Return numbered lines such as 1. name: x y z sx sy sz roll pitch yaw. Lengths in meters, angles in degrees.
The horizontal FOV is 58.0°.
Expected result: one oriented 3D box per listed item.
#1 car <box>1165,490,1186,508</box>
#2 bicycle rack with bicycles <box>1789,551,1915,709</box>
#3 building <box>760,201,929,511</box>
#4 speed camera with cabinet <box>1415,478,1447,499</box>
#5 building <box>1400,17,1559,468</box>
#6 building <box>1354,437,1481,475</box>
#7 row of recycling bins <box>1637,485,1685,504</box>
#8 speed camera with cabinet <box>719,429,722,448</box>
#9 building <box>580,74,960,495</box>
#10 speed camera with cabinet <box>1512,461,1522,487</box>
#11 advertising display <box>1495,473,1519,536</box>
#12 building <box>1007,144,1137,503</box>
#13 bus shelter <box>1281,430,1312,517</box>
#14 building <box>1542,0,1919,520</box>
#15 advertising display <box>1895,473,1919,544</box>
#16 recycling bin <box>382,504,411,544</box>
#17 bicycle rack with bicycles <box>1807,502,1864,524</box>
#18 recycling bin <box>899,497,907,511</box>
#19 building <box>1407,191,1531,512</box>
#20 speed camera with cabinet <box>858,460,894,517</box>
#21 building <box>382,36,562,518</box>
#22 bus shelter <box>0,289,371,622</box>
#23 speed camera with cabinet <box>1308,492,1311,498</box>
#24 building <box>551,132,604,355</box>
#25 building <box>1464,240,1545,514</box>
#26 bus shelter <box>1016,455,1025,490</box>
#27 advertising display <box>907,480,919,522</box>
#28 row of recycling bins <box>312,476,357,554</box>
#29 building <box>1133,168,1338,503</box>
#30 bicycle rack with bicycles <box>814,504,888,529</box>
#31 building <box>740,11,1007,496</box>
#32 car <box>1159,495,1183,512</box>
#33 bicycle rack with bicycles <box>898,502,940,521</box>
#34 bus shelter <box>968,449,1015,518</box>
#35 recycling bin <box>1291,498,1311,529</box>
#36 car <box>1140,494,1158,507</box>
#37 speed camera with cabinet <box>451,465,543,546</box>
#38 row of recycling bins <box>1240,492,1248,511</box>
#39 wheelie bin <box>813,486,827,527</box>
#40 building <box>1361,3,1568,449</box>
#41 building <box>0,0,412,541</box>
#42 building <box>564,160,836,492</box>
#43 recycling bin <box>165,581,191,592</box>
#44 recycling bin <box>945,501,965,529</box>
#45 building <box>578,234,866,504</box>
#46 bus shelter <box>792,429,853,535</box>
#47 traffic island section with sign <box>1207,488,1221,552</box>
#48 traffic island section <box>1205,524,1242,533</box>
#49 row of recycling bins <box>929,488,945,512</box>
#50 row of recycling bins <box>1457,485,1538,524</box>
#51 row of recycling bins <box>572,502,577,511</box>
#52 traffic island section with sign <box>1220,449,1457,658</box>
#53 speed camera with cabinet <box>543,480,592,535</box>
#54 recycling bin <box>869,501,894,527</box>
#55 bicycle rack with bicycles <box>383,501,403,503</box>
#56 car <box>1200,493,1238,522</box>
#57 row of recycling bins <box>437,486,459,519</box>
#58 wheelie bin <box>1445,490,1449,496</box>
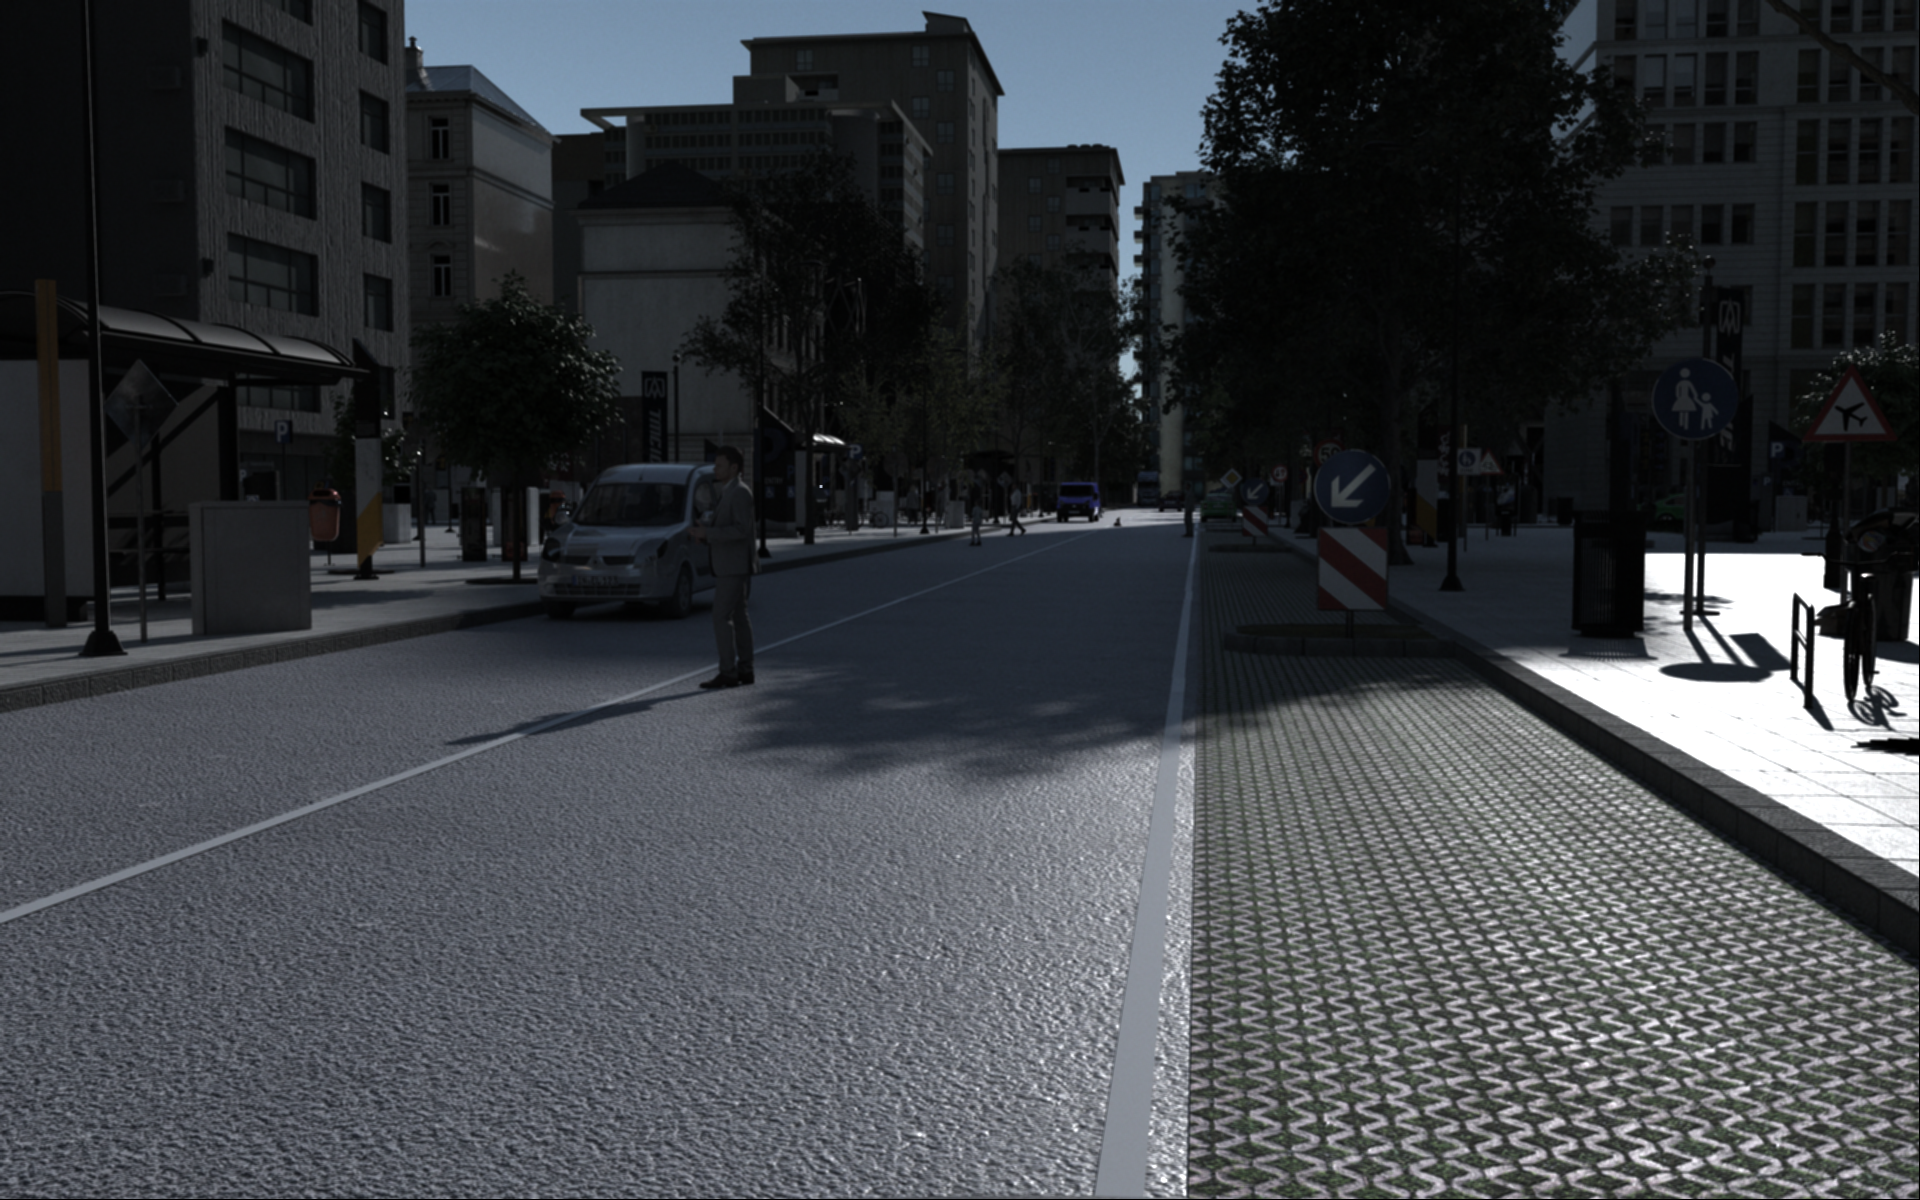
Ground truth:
1. car: 22.614 -10.576 181.592 2.281 1.827 5.304 0 4 8
2. bicycle rack with bicycles: 6.424 0.151 10.906 2.852 0.926 2.925 2 4 24
3. building: -9.832 -18.976 139.929 12.332 23.373 15.834 0 4 8
4. speed camera with cabinet: 25.727 -6.101 94.090 0.660 3.252 2.038 -3 4 -38
5. building: 45.688 -28.736 153.424 14.154 41.232 14.086 0 4 8
6. building: 52.436 -33.521 198.180 14.600 45.320 14.200 0 4 8
7. row of recycling bins: 30.776 -4.268 76.887 3.534 1.692 1.069 -1 4 -21
8. speed camera with cabinet: -7.872 -3.589 53.011 0.660 3.252 2.038 -3 5 -42
9. building: -16.552 -28.924 164.793 32.217 40.220 23.993 0 4 8
10. speed camera with cabinet: 33.123 -6.679 103.543 0.660 3.252 2.038 2 4 27
11. advertising display: 16.689 -2.915 52.866 0.123 1.923 0.974 -1 4 -20
12. building: 12.507 -41.064 260.639 27.495 52.752 28.713 0 4 8
13. bus shelter: 19.258 -7.434 99.173 2.179 5.291 8.768 0 4 8
14. building: 46.123 -18.970 87.651 29.804 29.767 11.434 0 4 8
15. advertising display: 20.008 -1.900 36.271 0.123 1.923 0.974 -1 4 -16
16. recycling bin: -14.722 -1.978 44.892 0.722 1.027 0.722 1 4 12
17. bicycle rack with bicycles: 36.961 -3.708 74.012 2.925 0.926 2.852 -1 4 -19
18. recycling bin: -4.013 -7.070 128.141 0.722 1.027 0.722 -2 4 -33
19. building: 42.220 -19.358 134.528 12.078 24.808 19.932 0 4 8
20. speed camera with cabinet: -4.618 -6.225 96.120 2.038 3.252 0.660 -1 4 -23
21. building: -37.096 -18.496 99.669 25.104 27.353 12.463 0 4 8
22. bus shelter: -9.002 -1.587 19.878 2.014 3.302 5.546 0 4 8
23. speed camera with cabinet: 30.518 -9.305 146.470 2.038 3.252 0.660 -1 4 -15
24. building: -45.233 -34.323 211.292 14.200 45.320 14.600 0 4 8
25. building: 42.301 -15.179 115.626 16.820 18.784 16.811 0 4 8
26. bus shelter: 2.697 -6.868 103.576 1.731 3.624 6.357 0 4 8
27. advertising display: -2.127 -4.489 78.613 0.123 1.923 0.974 2 4 23
28. row of recycling bins: -13.754 -1.931 38.677 1.069 1.692 3.534 -2 4 -28
29. building: 41.009 -38.871 255.154 30.456 49.044 23.786 0 4 8
30. bicycle rack with bicycles: -4.423 -3.086 63.832 2.925 0.926 2.852 1 4 22
31. building: -10.120 -37.339 199.723 27.495 52.752 28.713 0 4 8
32. car: 16.853 -7.703 138.525 1.945 1.354 3.894 1 4 9
33. bicycle rack with bicycles: -2.242 -4.248 82.837 2.925 0.926 2.852 0 4 5
34. bus shelter: 1.660 -6.303 94.340 1.731 3.624 6.357 0 4 8
35. recycling bin: 12.568 -3.099 63.225 0.722 1.027 0.722 -2 4 -33
36. car: 20.750 -10.902 190.242 2.014 1.417 4.499 0 4 8
37. speed camera with cabinet: -11.486 -2.964 42.796 2.038 3.252 0.660 1 4 10
38. row of recycling bins: 23.017 -7.911 136.458 1.069 1.692 3.534 2 4 29
39. wheelie bin: -5.628 -3.626 67.197 0.693 1.594 0.980 3 5 41
40. building: 53.432 -52.672 173.863 22.319 86.520 31.000 0 4 8
41. building: -23.601 -16.863 47.413 14.107 30.474 14.160 0 4 8
42. building: -14.319 -14.421 100.408 10.561 19.102 19.286 0 4 8
43. recycling bin: -10.142 -0.638 22.979 0.722 1.027 0.722 0 4 -2
44. recycling bin: -0.193 -3.188 64.675 0.722 1.027 0.722 0 4 2
45. building: -15.107 -15.368 118.714 16.820 18.784 16.811 0 4 8
46. bus shelter: -4.988 -3.804 56.126 2.014 3.302 5.546 0 4 8
47. traffic island section with sign: 7.195 -2.104 43.031 1.989 1.847 2.006 0 4 8
48. traffic island section: 10.311 -2.648 65.578 2.009 0.180 2.903 0 4 8
49. row of recycling bins: -1.810 -7.132 123.716 1.069 1.692 3.534 -2 4 -33
50. row of recycling bins: 23.103 -4.141 74.824 3.534 1.692 1.069 0 4 1
51. row of recycling bins: -12.209 -3.161 58.801 1.069 1.692 3.534 -3 5 -41
52. traffic island section with sign: 3.464 -0.456 16.086 1.989 1.847 2.006 0 4 8
53. speed camera with cabinet: -12.324 -3.685 54.579 2.038 3.252 0.660 1 4 12
54. recycling bin: -3.059 -3.350 67.328 0.722 1.027 0.722 3 4 36
55. bicycle rack with bicycles: -39.894 -6.341 117.063 2.925 0.926 2.852 2 4 32
56. car: 13.270 -4.888 88.718 1.959 1.807 4.718 1 4 9
57. row of recycling bins: -26.018 -5.102 90.534 1.069 1.692 3.534 1 4 22
58. wheelie bin: 24.768 -4.835 86.960 0.980 1.594 0.693 -3 5 -41
